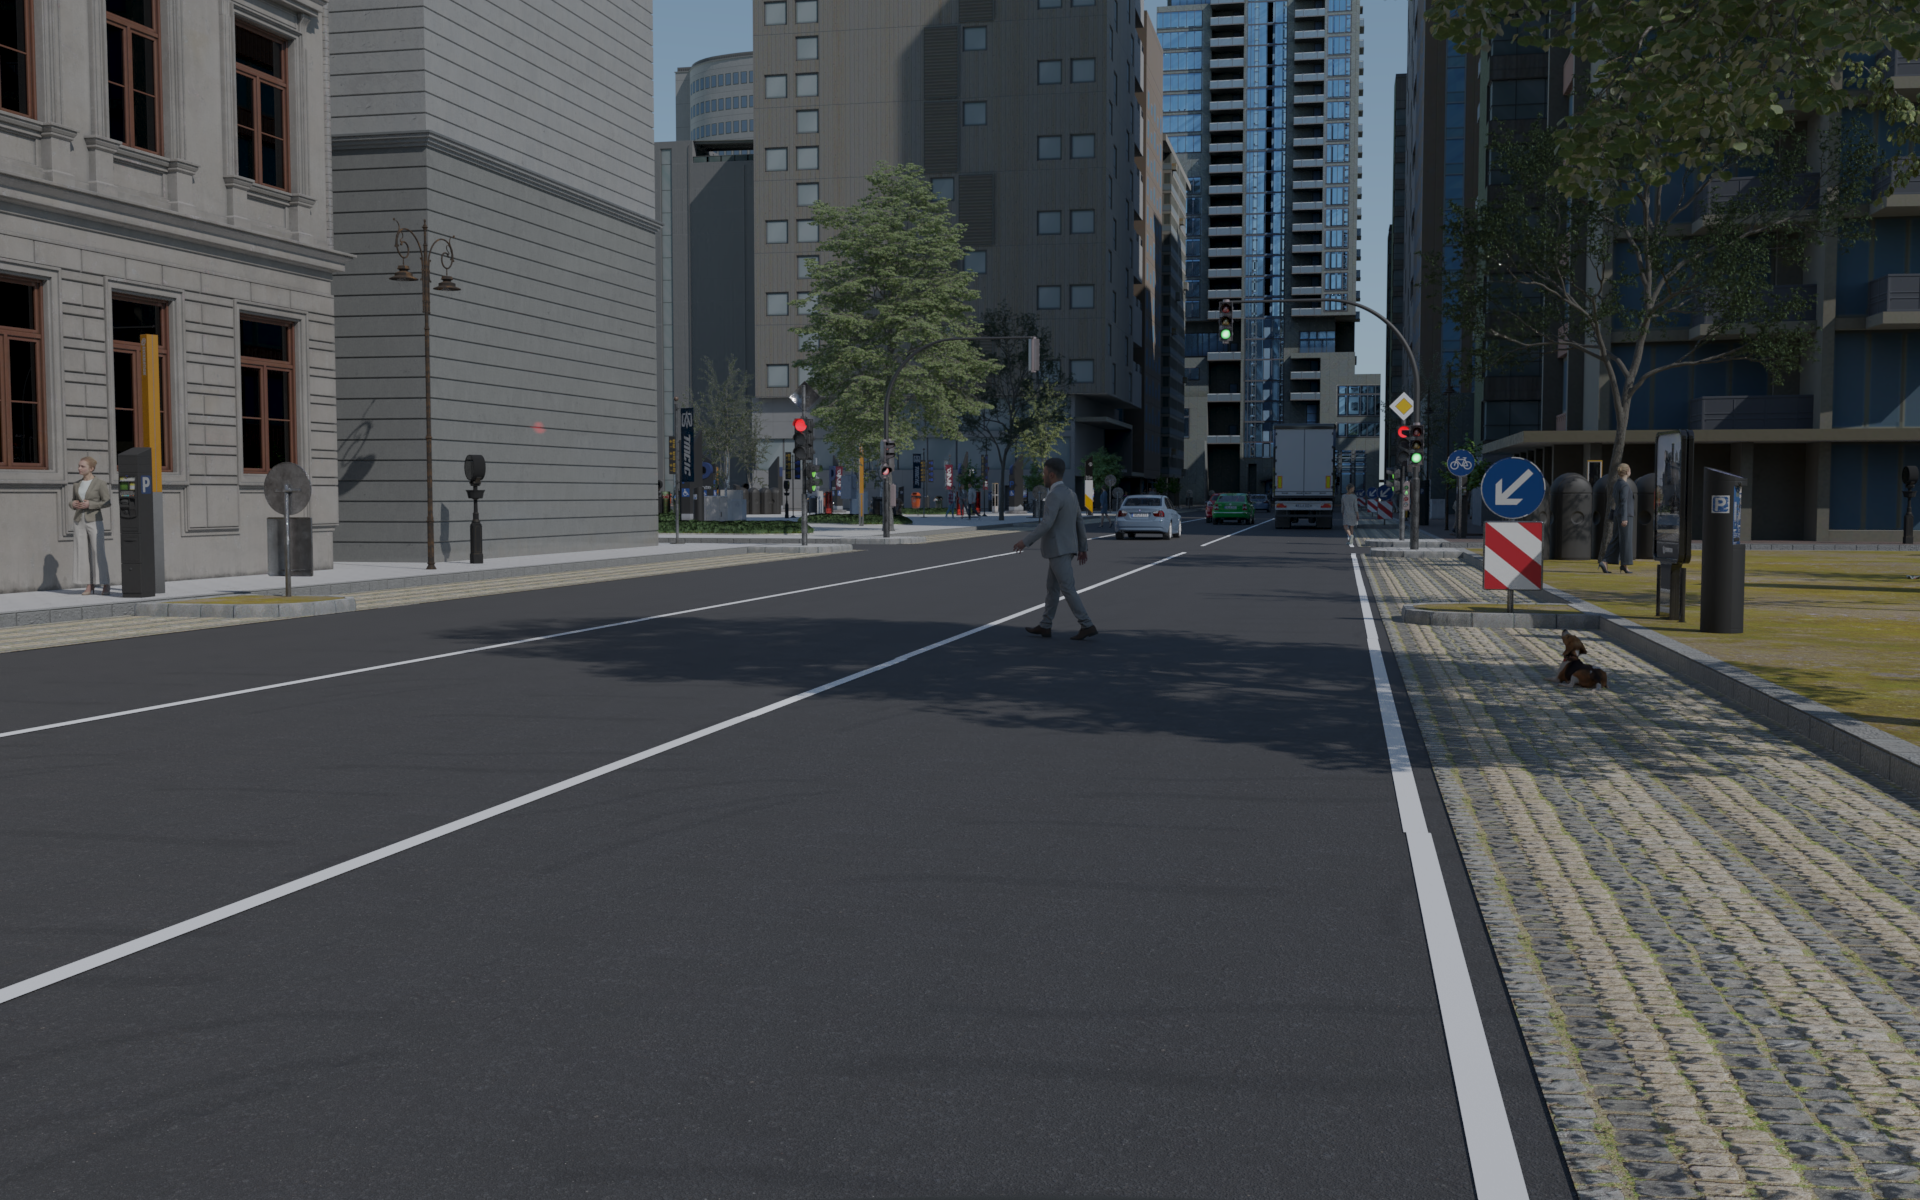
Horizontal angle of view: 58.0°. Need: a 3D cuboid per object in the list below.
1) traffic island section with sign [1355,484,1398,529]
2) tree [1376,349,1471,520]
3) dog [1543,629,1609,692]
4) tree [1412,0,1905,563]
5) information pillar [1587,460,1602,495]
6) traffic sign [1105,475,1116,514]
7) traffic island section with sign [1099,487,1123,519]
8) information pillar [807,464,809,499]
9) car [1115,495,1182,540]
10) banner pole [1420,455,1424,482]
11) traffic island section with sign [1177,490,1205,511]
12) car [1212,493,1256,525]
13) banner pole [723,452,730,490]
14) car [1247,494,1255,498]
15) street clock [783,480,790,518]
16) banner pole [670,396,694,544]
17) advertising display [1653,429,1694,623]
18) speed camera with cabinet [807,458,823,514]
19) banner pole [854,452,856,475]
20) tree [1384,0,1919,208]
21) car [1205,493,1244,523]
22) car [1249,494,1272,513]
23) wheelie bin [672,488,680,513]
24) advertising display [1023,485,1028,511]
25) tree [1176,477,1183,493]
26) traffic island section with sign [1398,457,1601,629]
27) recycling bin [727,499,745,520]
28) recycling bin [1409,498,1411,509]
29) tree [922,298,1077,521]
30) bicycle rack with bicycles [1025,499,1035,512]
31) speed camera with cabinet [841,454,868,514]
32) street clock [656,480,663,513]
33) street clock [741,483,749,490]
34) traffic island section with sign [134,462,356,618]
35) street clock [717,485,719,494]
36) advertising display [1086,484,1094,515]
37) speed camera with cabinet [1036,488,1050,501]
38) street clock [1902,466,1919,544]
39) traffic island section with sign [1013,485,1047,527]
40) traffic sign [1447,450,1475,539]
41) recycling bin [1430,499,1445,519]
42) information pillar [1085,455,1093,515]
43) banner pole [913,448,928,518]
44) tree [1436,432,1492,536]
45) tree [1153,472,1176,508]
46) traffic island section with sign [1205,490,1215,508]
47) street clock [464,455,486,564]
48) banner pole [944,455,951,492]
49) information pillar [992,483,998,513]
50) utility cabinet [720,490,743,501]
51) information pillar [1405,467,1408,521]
[{"bbox_3d":[17.538,-3.876,72.007,1.989,1.847,2.006,1,4,12],"label":"traffic island section with sign"},{"bbox_3d":[23.336,-8.346,86.815,4.360,8.622,3.978,0,3,0],"label":"tree"},{"bbox_3d":[4.553,0.447,12.880,0.550,0.427,0.748,2,4,31],"label":"dog"},{"bbox_3d":[12.040,-5.927,31.320,8.767,10.594,7.601,-1,4,-23],"label":"tree"},{"bbox_3d":[13.883,-2.046,37.940,0.304,2.012,0.304,1,4,20],"label":"information pillar"},{"bbox_3d":[9.853,-6.937,113.533,0.768,2.556,0.104,1,4,14],"label":"traffic sign"},{"bbox_3d":[9.266,-5.684,101.564,1.989,1.847,2.006,1,4,12],"label":"traffic island section with sign"},{"bbox_3d":[-11.203,-8.402,128.719,0.504,3.616,0.183,-3,5,-44],"label":"information pillar"},{"bbox_3d":[6.047,-2.664,55.566,2.014,1.417,4.499,1,4,13],"label":"car"},{"bbox_3d":[28.983,-7.259,108.701,0.401,3.779,0.863,2,4,30],"label":"banner pole"},{"bbox_3d":[19.948,-8.665,150.306,1.989,1.847,2.006,1,4,12],"label":"traffic island section with sign"},{"bbox_3d":[13.001,-4.484,82.104,1.959,1.807,4.718,1,4,13],"label":"car"},{"bbox_3d":[-12.892,-6.456,95.579,0.401,3.779,0.863,-2,4,-35],"label":"banner pole"},{"bbox_3d":[31.496,-10.786,188.147,2.131,1.459,4.920,1,4,11],"label":"car"},{"bbox_3d":[-9.125,-5.300,91.228,0.358,2.002,0.471,1,4,9],"label":"street clock"},{"bbox_3d":[-7.084,-3.320,44.303,0.863,3.779,0.401,3,4,36],"label":"banner pole"},{"bbox_3d":[7.273,-0.763,17.687,0.123,1.923,0.974,0,4,7],"label":"advertising display"},{"bbox_3d":[-7.995,-6.186,95.473,0.660,3.252,2.038,0,4,5],"label":"speed camera with cabinet"},{"bbox_3d":[-5.660,-6.338,93.646,0.401,3.779,0.863,0,4,-1],"label":"banner pole"},{"bbox_3d":[5.945,-5.572,9.224,7.486,12.596,7.792,0,3,0],"label":"tree"},{"bbox_3d":[13.325,-4.762,86.896,2.155,1.783,4.494,1,4,12],"label":"car"},{"bbox_3d":[23.451,-7.571,135.791,2.014,1.417,4.499,1,4,12],"label":"car"},{"bbox_3d":[-15.575,-5.377,95.827,0.693,1.594,0.980,-1,4,-8],"label":"wheelie bin"},{"bbox_3d":[4.299,-6.995,119.581,0.123,1.923,0.974,-3,5,-45],"label":"advertising display"},{"bbox_3d":[20.321,-10.349,163.801,1.663,3.219,1.824,0,3,0],"label":"tree"},{"bbox_3d":[5.982,-0.655,19.338,1.989,1.847,2.006,1,4,12],"label":"traffic island section with sign"},{"bbox_3d":[-8.584,-3.227,65.311,0.722,1.027,0.722,-1,4,-8],"label":"recycling bin"},{"bbox_3d":[26.367,-5.483,102.204,0.722,1.027,0.722,1,4,15],"label":"recycling bin"},{"bbox_3d":[1.879,-9.114,83.419,8.767,10.594,7.601,1,4,18],"label":"tree"},{"bbox_3d":[5.246,-6.655,122.188,2.852,0.926,2.925,-3,4,-37],"label":"bicycle rack with bicycles"},{"bbox_3d":[-5.082,-5.438,83.239,0.660,3.252,2.038,1,4,20],"label":"speed camera with cabinet"},{"bbox_3d":[-15.285,-5.078,87.601,0.471,2.002,0.358,1,4,23],"label":"street clock"},{"bbox_3d":[-14.235,-6.750,114.940,0.471,2.002,0.358,-2,4,-32],"label":"street clock"},{"bbox_3d":[-8.445,-0.749,20.879,1.989,1.847,2.006,1,4,12],"label":"traffic island section with sign"},{"bbox_3d":[-16.532,-6.880,117.065,0.358,2.002,0.471,2,4,35],"label":"street clock"},{"bbox_3d":[7.943,-6.160,105.930,0.123,1.923,0.974,2,4,30],"label":"advertising display"},{"bbox_3d":[5.815,-7.348,114.469,0.660,3.252,2.038,-2,4,-34],"label":"speed camera with cabinet"},{"bbox_3d":[24.392,-2.443,44.508,0.358,2.002,0.471,0,4,6],"label":"street clock"},{"bbox_3d":[3.426,-4.059,74.994,1.989,1.847,2.006,1,4,12],"label":"traffic island section with sign"},{"bbox_3d":[14.353,-3.031,49.659,0.768,2.556,0.104,1,4,21],"label":"traffic sign"},{"bbox_3d":[24.215,-4.621,88.099,0.722,1.027,0.722,0,4,-2],"label":"recycling bin"},{"bbox_3d":[7.737,-6.882,103.878,0.504,3.616,0.183,-1,4,-17],"label":"information pillar"},{"bbox_3d":[-2.188,-6.382,94.359,0.863,3.779,0.401,-1,4,-18],"label":"banner pole"},{"bbox_3d":[15.617,-3.619,53.769,1.663,3.219,1.824,0,3,0],"label":"tree"},{"bbox_3d":[18.115,-9.821,155.174,1.663,3.219,1.824,0,3,0],"label":"tree"},{"bbox_3d":[25.725,-10.277,176.658,1.989,1.847,2.006,1,4,12],"label":"traffic island section with sign"},{"bbox_3d":[-8.914,-1.670,31.876,0.358,2.002,0.471,-3,4,-38],"label":"street clock"},{"bbox_3d":[-0.784,-7.379,110.661,0.401,3.779,0.863,-3,4,-36],"label":"banner pole"},{"bbox_3d":[2.376,-6.898,117.275,0.304,2.012,0.304,-3,5,-43],"label":"information pillar"},{"bbox_3d":[-12.227,-5.148,92.847,1.173,1.500,0.318,1,4,9],"label":"utility cabinet"},{"bbox_3d":[21.376,-5.594,82.824,0.183,3.616,0.504,1,4,17],"label":"information pillar"}]
